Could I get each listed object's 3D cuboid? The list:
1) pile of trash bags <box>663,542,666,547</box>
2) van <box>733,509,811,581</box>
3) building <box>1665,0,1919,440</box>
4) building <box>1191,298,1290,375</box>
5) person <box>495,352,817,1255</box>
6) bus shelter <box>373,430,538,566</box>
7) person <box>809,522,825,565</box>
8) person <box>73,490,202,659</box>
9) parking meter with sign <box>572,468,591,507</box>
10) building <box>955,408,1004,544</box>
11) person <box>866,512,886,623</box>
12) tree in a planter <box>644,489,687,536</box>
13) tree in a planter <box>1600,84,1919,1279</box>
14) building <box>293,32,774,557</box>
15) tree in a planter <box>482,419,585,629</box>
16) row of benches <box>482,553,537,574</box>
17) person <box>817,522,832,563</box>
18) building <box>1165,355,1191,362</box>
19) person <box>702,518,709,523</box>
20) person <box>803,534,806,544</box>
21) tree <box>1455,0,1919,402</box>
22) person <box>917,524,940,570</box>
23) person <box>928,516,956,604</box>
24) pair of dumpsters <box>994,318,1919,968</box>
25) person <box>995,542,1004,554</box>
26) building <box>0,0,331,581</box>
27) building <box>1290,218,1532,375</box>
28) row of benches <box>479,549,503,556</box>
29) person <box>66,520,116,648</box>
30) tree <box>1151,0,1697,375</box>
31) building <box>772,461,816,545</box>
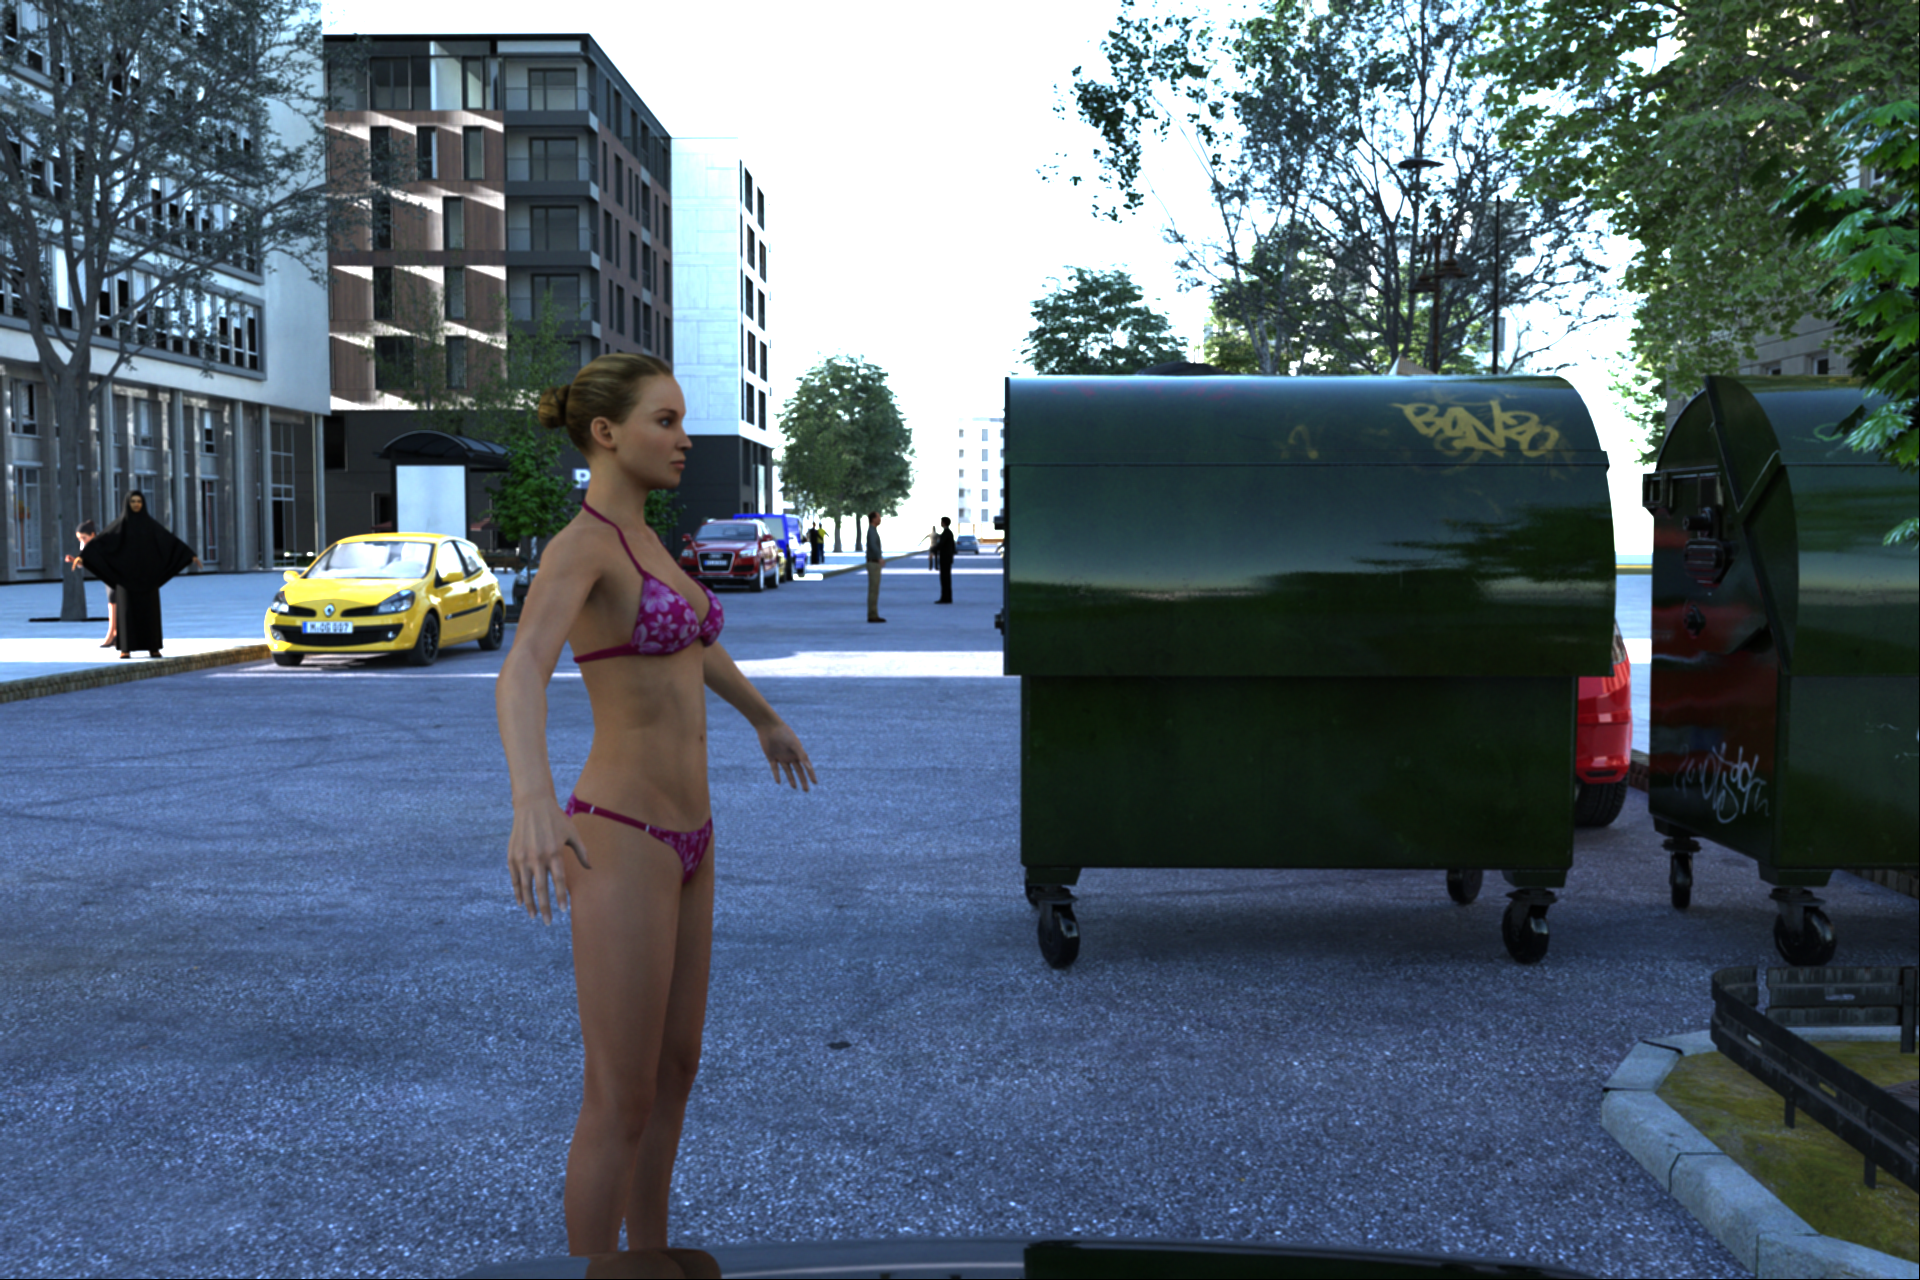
[{"bbox_3d":[-9.892,-2.628,52.713,1.912,1.369,3.447,0,4,1],"label":"pile of trash bags"},{"bbox_3d":[-6.004,-3.078,54.716,2.240,2.365,5.245,0,4,1],"label":"van"},{"bbox_3d":[26.402,-14.791,39.090,12.463,27.353,25.104,0,4,1],"label":"building"},{"bbox_3d":[27.836,-16.298,132.937,16.747,18.905,31.486,0,4,1],"label":"building"},{"bbox_3d":[-0.471,0.388,2.916,0.721,1.733,1.217,1,4,11],"label":"person"},{"bbox_3d":[-10.365,-2.600,36.438,2.014,3.302,5.546,0,4,1],"label":"bus shelter"},{"bbox_3d":[-6.076,-4.050,72.448,0.704,1.802,1.346,2,4,27],"label":"person"},{"bbox_3d":[-8.480,-0.678,17.871,1.214,1.737,0.721,-2,4,-32],"label":"person"},{"bbox_3d":[-9.977,-3.089,46.771,0.543,3.016,1.738,0,4,1],"label":"parking meter with sign"},{"bbox_3d":[-0.177,-23.920,249.971,11.380,20.090,16.016,-1,4,-9],"label":"building"},{"bbox_3d":[-1.370,-1.190,28.184,0.705,1.796,1.348,0,4,-6],"label":"person"},{"bbox_3d":[-6.581,-2.333,35.371,1.991,3.239,1.994,0,4,1],"label":"tree in a planter"},{"bbox_3d":[2.535,-0.396,3.692,1.991,3.239,1.994,0,4,1],"label":"tree in a planter"},{"bbox_3d":[-25.360,-14.891,87.437,27.936,21.610,32.646,0,4,1],"label":"building"},{"bbox_3d":[-6.722,-1.817,26.935,1.991,3.239,1.994,0,4,2],"label":"tree in a planter"},{"bbox_3d":[-15.082,-2.534,56.902,4.104,0.672,1.422,2,4,24],"label":"row of benches"},{"bbox_3d":[-6.214,-4.332,76.792,1.349,1.833,0.705,-3,4,-39],"label":"person"},{"bbox_3d":[28.565,-19.167,179.837,16.747,18.905,31.486,0,4,2],"label":"building"},{"bbox_3d":[-8.882,-3.361,60.739,0.705,1.856,1.354,0,4,-4],"label":"person"},{"bbox_3d":[-6.444,-3.713,67.436,0.721,1.740,1.216,3,5,44],"label":"person"},{"bbox_3d":[7.847,-5.919,14.900,7.486,12.596,7.792,0,3,0],"label":"tree"},{"bbox_3d":[-1.029,-3.650,68.260,1.348,1.813,0.705,1,4,8],"label":"person"},{"bbox_3d":[-0.324,-1.659,35.770,0.705,1.806,1.347,1,4,19],"label":"person"},{"bbox_3d":[2.338,-0.073,6.147,4.436,2.255,1.574,0,4,1],"label":"pair of dumpsters"},{"bbox_3d":[1.607,-2.418,48.121,1.348,1.813,0.705,-2,4,-29],"label":"person"},{"bbox_3d":[-32.035,-14.295,41.326,19.016,26.051,41.698,0,4,1],"label":"building"},{"bbox_3d":[26.315,-15.548,110.631,16.016,20.090,11.380,0,4,1],"label":"building"},{"bbox_3d":[-20.354,-3.294,69.322,4.104,0.672,1.422,-2,4,-28],"label":"row of benches"},{"bbox_3d":[-9.712,-0.633,19.585,0.628,1.438,0.799,-1,4,-21],"label":"person"},{"bbox_3d":[8.910,-7.559,33.956,12.009,13.543,11.850,0,3,0],"label":"tree"},{"bbox_3d":[-22.171,-16.576,213.159,9.099,9.664,28.070,0,3,0],"label":"building"}]
